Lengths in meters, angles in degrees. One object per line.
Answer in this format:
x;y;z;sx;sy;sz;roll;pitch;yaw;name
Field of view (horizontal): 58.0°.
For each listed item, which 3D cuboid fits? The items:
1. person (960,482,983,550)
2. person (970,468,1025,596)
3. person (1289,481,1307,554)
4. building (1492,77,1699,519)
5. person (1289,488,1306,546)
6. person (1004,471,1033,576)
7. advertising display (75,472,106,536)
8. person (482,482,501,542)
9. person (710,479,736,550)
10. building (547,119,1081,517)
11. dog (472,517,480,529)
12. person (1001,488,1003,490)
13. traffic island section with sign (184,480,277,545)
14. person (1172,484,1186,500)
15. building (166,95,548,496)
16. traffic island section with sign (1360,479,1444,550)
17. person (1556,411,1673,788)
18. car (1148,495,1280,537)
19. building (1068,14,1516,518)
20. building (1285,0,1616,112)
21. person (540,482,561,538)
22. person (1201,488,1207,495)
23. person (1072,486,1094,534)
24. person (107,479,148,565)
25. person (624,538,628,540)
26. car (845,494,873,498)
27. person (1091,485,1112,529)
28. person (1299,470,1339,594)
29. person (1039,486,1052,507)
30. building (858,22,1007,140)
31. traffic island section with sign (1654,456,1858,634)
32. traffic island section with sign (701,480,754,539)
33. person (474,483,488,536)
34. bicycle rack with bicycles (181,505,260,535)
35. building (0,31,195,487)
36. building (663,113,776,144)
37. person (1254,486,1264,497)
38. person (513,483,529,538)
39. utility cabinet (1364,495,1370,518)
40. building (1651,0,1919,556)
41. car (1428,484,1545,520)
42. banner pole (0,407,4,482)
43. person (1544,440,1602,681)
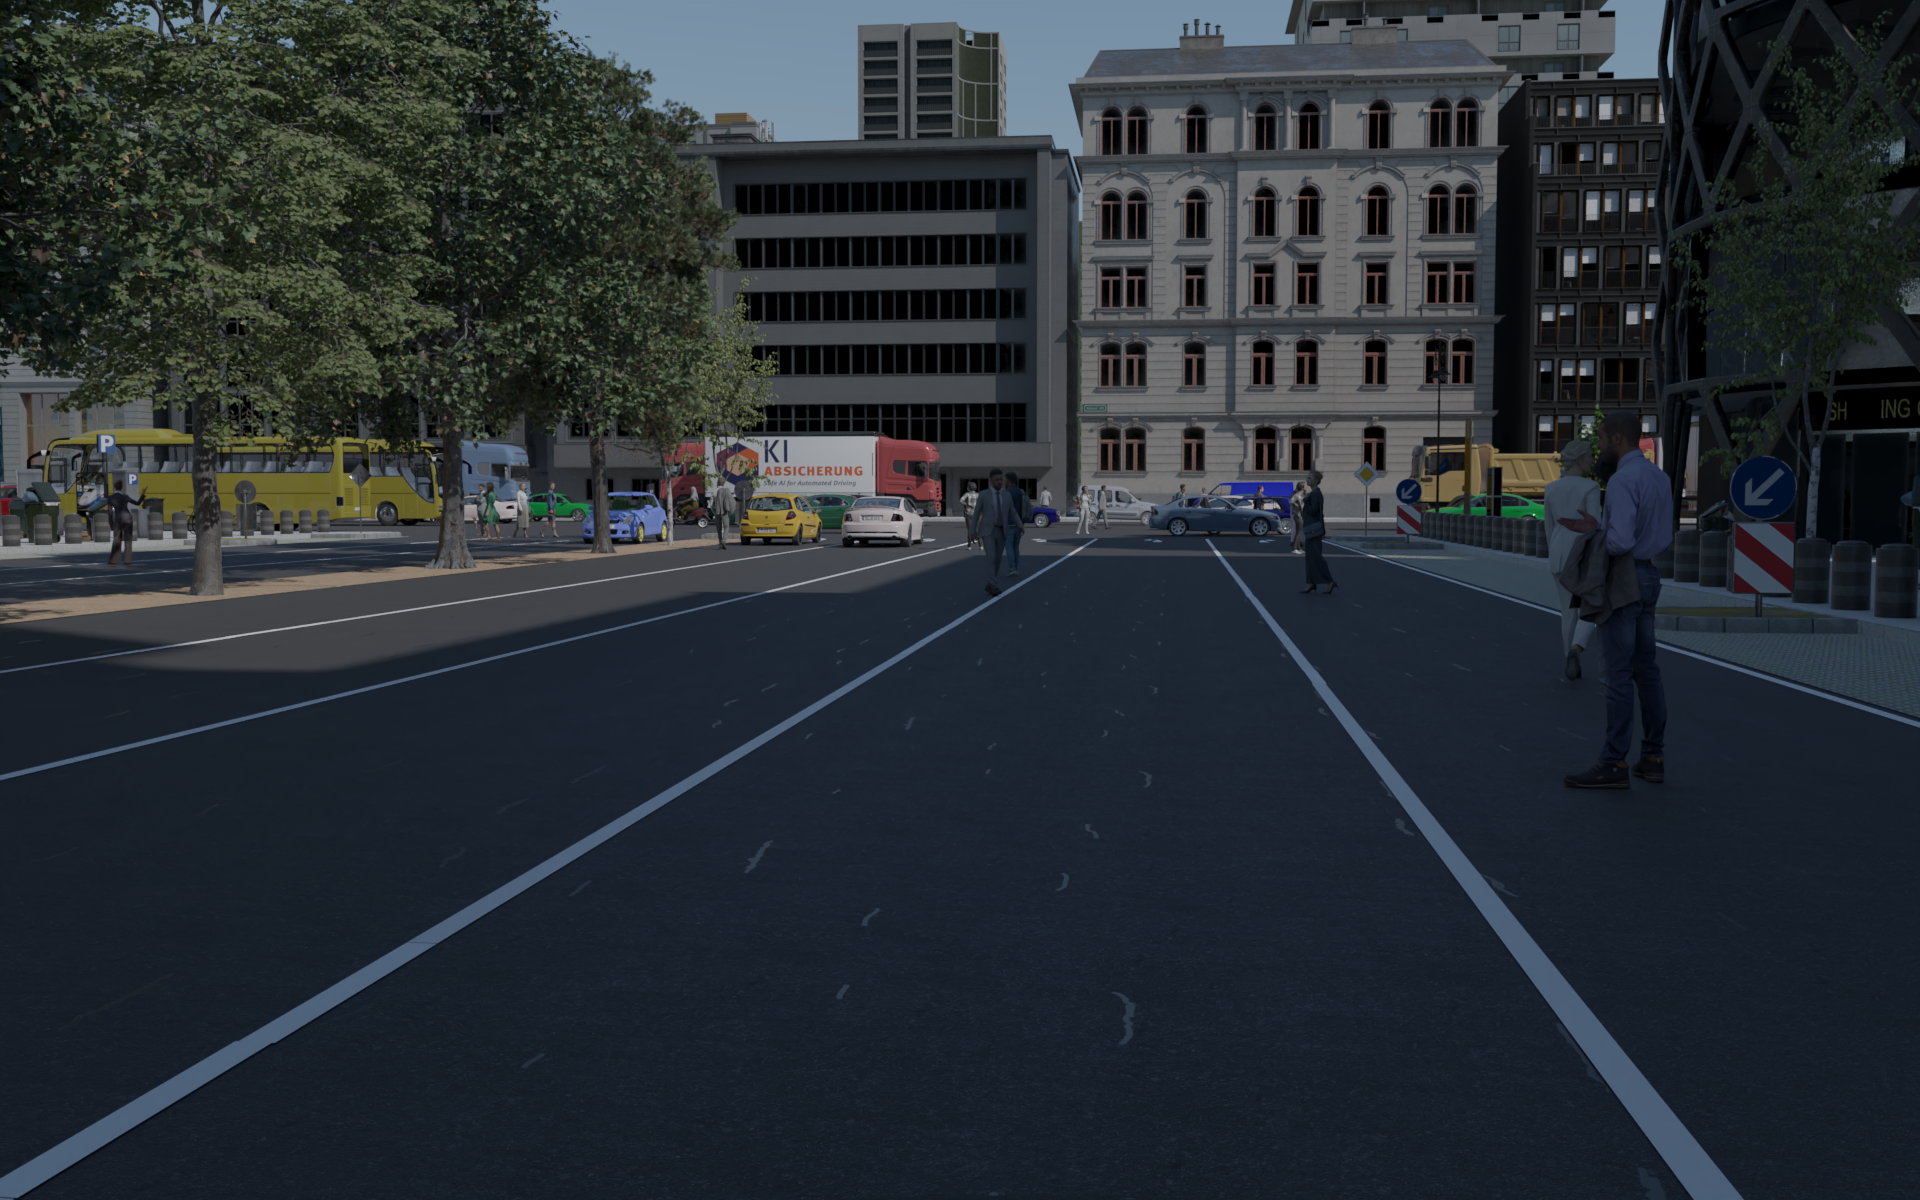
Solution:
0.334;-2.161;44.552;0.841;1.734;0.376;-1;4;-21;person
0.496;-0.958;24.433;0.678;1.792;0.850;-1;4;-22;person
8.117;-1.975;41.514;0.376;1.734;0.841;2;4;25;person
38.533;-16.288;95.991;15.834;23.373;12.332;0;4;7;building
9.281;-2.335;47.343;0.551;1.740;0.621;0;4;5;person
0.861;-1.329;30.217;0.794;1.824;0.713;-1;4;-14;person
-25.634;-2.810;51.160;0.974;1.923;0.123;1;4;11;advertising display
-14.094;-2.649;52.064;0.529;1.795;0.600;-1;4;-14;person
-6.137;-2.218;44.860;0.679;1.850;0.850;0;4;-2;person
-8.279;-17.350;102.742;30.058;24.678;14.314;0;4;7;building
-19.734;-3.169;71.105;0.406;0.507;0.540;1;4;15;dog
2.033;-4.588;84.244;0.376;1.734;0.841;1;4;13;person
-20.476;-2.465;48.933;1.989;1.847;2.006;0;4;7;traffic island section with sign
8.730;-3.638;67.967;0.713;1.824;0.794;3;5;43;person
-34.955;-19.188;107.234;24.014;27.812;14.314;0;4;7;building
11.559;-2.251;45.438;1.989;1.847;2.006;0;4;7;traffic island section with sign
3.197;-0.015;8.618;0.599;1.838;0.709;3;5;44;person
8.723;-2.900;59.410;4.499;1.417;2.014;0;4;5;car
18.388;-19.111;99.860;23.554;28.519;14.401;0;4;7;building
46.840;-35.437;168.632;28.713;52.752;27.495;0;4;7;building
-13.356;-2.929;56.421;0.654;1.822;0.581;0;4;8;person
11.096;-4.237;78.523;0.760;1.731;0.466;2;4;29;person
4.418;-3.216;61.799;0.841;1.734;0.376;-1;4;-15;person
-16.939;-1.586;35.232;0.742;1.727;0.445;-3;5;-45;person
-10.744;-2.443;53.934;0.738;1.151;1.012;3;4;39;person
-3.911;-3.749;71.089;4.222;1.686;2.009;0;4;6;car
5.752;-3.761;70.269;0.850;1.792;0.678;0;4;-5;person
5.157;-0.982;24.973;0.534;1.772;0.576;0;4;-5;person
4.436;-4.962;89.479;0.661;1.843;0.795;-1;4;-22;person
-4.028;-50.653;266.434;20.611;71.187;20.563;0;4;7;building
8.285;-0.615;18.682;1.989;1.847;2.006;0;4;7;traffic island section with sign
-7.120;-2.920;55.879;2.006;1.907;1.989;0;4;7;traffic island section with sign
-16.504;-3.115;59.612;0.511;1.800;0.466;2;4;31;person
-23.726;-2.554;55.140;2.852;0.926;2.925;2;4;28;bicycle rack with bicycles
-62.398;-20.251;108.590;29.804;29.767;11.434;0;4;7;building
-42.906;-44.622;271.561;28.212;58.520;21.231;0;4;7;building
11.639;-3.510;66.411;0.750;1.759;0.617;-1;4;-8;person
-14.358;-2.927;56.587;0.641;1.798;0.478;2;4;34;person
21.713;-4.976;92.514;0.306;1.237;1.020;1;4;11;utility cabinet
24.715;-10.493;39.017;16.820;18.784;16.811;0;4;7;building
18.571;-3.219;61.422;4.718;1.807;1.959;0;4;6;car
-24.346;-3.266;43.419;0.401;3.779;0.863;2;4;28;banner pole
4.685;-0.297;13.232;0.514;1.842;0.818;2;4;33;person
